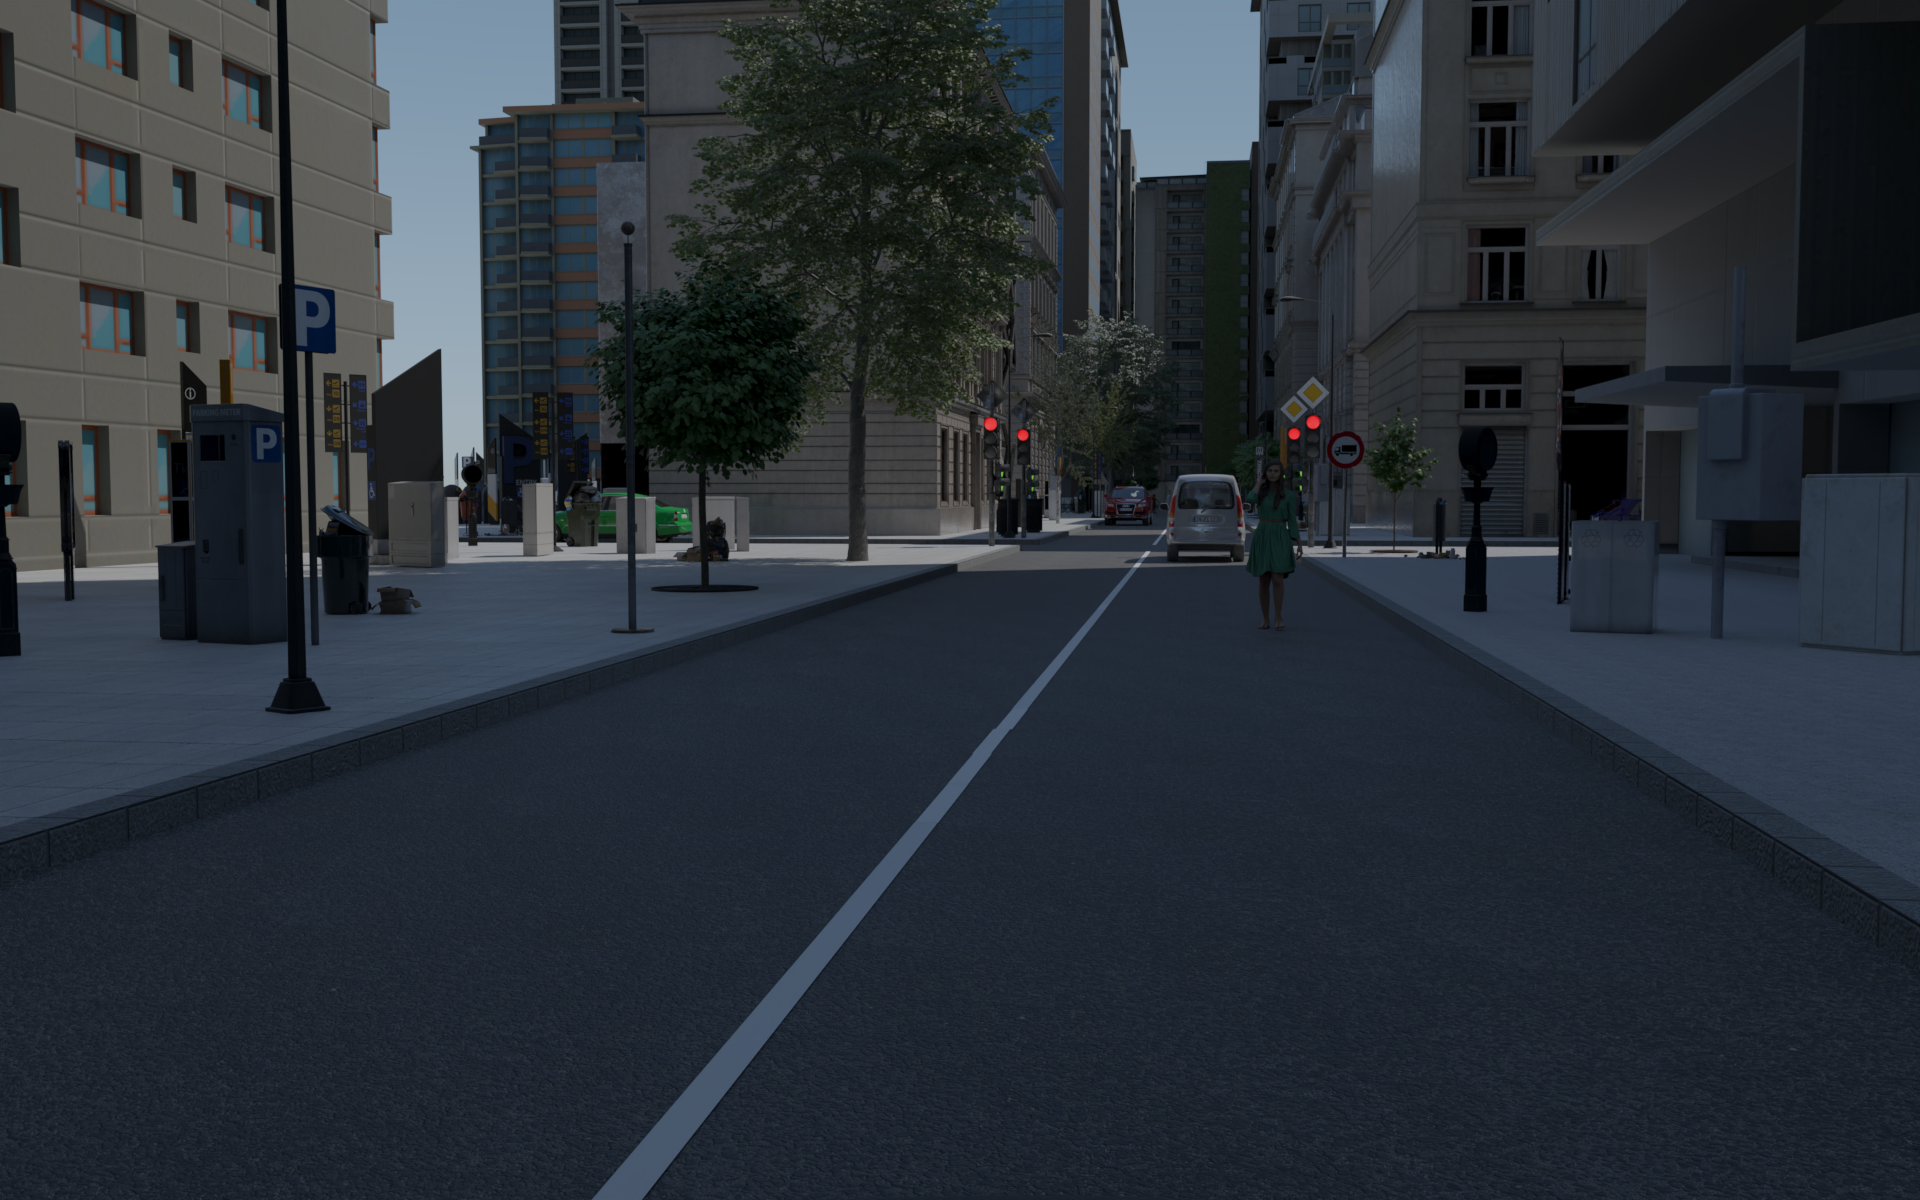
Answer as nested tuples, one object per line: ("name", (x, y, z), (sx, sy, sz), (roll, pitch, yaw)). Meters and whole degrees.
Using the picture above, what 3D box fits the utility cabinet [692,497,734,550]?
("utility cabinet", (-5.654, -1.746, 39.714), (0.306, 1.237, 1.020), (3, 5, 44))

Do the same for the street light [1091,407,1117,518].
("street light", (7.678, -7.332, 92.411), (1.470, 5.913, 1.316), (0, 4, 8))

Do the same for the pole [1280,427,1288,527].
("pole", (9.781, -3.579, 52.367), (0.158, 3.312, 0.155), (0, 3, 0))

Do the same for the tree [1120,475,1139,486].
("tree", (17.151, -10.842, 171.874), (1.663, 3.219, 1.824), (0, 3, 0))

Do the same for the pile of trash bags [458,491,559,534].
("pile of trash bags", (-14.421, -2.814, 55.758), (3.447, 1.369, 1.912), (0, 4, 0))

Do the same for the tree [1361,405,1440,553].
("tree", (9.638, -2.643, 37.821), (1.663, 3.219, 1.824), (0, 3, 0))

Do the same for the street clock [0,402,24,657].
("street clock", (-7.581, -0.558, 13.688), (0.358, 2.002, 0.471), (-3, 5, -43))

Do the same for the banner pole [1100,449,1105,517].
("banner pole", (7.916, -6.504, 96.353), (0.401, 3.779, 0.863), (1, 4, 21))

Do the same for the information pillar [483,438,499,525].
("information pillar", (-19.437, -4.934, 72.027), (0.504, 3.616, 0.183), (2, 4, 32))

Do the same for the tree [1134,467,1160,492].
("tree", (20.724, -12.748, 192.141), (4.285, 4.588, 4.351), (0, 3, 0))

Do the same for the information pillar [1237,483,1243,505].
("information pillar", (18.865, -6.862, 116.691), (0.304, 2.012, 0.304), (3, 5, 41))

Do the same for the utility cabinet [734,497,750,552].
("utility cabinet", (-4.888, -1.704, 39.029), (0.306, 1.237, 1.020), (0, 4, -7))

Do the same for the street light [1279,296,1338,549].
("street light", (8.206, -4.175, 40.806), (1.470, 5.913, 1.316), (0, 4, 8))

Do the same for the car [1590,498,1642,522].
("car", (18.117, -1.926, 44.070), (3.894, 1.354, 1.945), (1, 4, 9))

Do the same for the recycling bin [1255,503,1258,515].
("recycling bin", (18.411, -5.672, 105.298), (0.722, 1.027, 0.722), (3, 5, 43))

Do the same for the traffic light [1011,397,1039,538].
("traffic light", (1.874, -3.755, 50.315), (0.839, 4.253, 0.868), (0, 4, 8))

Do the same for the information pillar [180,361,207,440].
("information pillar", (-13.610, -2.413, 30.808), (0.183, 3.616, 0.504), (2, 4, 31))

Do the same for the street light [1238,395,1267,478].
("street light", (13.823, -6.662, 81.457), (1.470, 5.913, 1.316), (0, 4, 8))

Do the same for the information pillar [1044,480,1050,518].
("information pillar", (4.645, -5.319, 91.459), (0.304, 2.012, 0.304), (2, 4, 30))

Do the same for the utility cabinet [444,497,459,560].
("utility cabinet", (-10.118, -1.401, 34.064), (0.306, 1.237, 1.020), (0, 4, -4))

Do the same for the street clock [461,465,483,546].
("street clock", (-12.038, -2.335, 42.742), (0.471, 2.002, 0.358), (-2, 4, -32))

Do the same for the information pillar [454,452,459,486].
("information pillar", (-28.401, -6.507, 97.749), (0.183, 3.616, 0.504), (-2, 4, -33))

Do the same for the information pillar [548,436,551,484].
("information pillar", (-16.435, -4.768, 69.307), (0.183, 3.616, 0.504), (-1, 4, -14))

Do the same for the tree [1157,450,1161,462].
("tree", (19.117, -14.088, 180.707), (4.737, 8.622, 4.395), (0, 3, 0))

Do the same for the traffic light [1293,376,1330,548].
("traffic light", (8.392, -3.209, 41.389), (0.839, 4.253, 0.868), (0, 4, 8))

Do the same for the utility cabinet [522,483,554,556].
("utility cabinet", (-8.778, -1.671, 35.994), (0.318, 1.500, 1.173), (0, 4, 3))

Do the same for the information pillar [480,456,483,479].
("information pillar", (-26.727, -6.428, 96.458), (0.504, 3.616, 0.183), (1, 4, 18))

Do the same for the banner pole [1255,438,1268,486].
("banner pole", (13.389, -5.302, 76.711), (0.863, 3.779, 0.401), (-2, 4, -25))

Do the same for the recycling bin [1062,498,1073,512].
("recycling bin", (7.747, -6.874, 124.945), (0.722, 1.027, 0.722), (1, 4, 13))

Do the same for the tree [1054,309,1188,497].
("tree", (10.620, -13.034, 119.763), (9.857, 13.997, 8.962), (0, 3, 0))

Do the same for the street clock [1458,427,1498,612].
("street clock", (5.630, -0.874, 18.868), (0.358, 2.002, 0.471), (3, 5, 44))

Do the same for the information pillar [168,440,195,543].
("information pillar", (-10.529, -1.167, 23.576), (0.304, 2.012, 0.304), (0, 4, 4))

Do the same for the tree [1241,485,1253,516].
("tree", (17.181, -6.548, 101.666), (1.663, 3.219, 1.824), (0, 3, 0))

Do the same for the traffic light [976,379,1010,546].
("traffic light", (0.798, -3.271, 42.402), (0.839, 4.253, 0.868), (0, 4, 8))

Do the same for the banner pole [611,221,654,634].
("banner pole", (-3.087, -1.603, 16.227), (0.401, 3.779, 0.863), (-1, 4, -10))

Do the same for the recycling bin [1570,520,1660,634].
("recycling bin", (6.152, -0.227, 16.265), (0.722, 1.027, 0.722), (2, 4, 26))

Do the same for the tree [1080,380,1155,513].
("tree", (9.442, -9.839, 111.237), (4.737, 8.622, 4.395), (0, 3, 0))

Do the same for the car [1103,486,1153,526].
("car", (7.818, -4.363, 80.012), (2.281, 1.827, 5.304), (1, 4, 9))

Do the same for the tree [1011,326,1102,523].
("tree", (4.255, -7.631, 75.132), (4.360, 8.622, 3.978), (0, 3, 0))

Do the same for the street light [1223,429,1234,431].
("street light", (19.456, -9.250, 123.785), (1.470, 5.913, 1.316), (0, 4, 8))

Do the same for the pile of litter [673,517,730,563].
("pile of litter", (-4.940, -1.176, 33.194), (1.176, 0.858, 1.719), (1, 4, 10))

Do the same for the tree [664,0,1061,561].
("tree", (-1.570, -7.007, 32.694), (7.486, 12.596, 7.792), (0, 3, 0))

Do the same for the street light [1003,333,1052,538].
("street light", (1.969, -4.749, 50.192), (1.470, 5.913, 1.316), (0, 4, 8))

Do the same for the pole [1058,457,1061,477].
("pole", (5.496, -6.236, 95.795), (0.158, 3.312, 0.155), (0, 3, 0))

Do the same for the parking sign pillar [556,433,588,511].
("parking sign pillar", (-16.978, -5.341, 75.804), (1.447, 3.967, 1.447), (-1, 4, -22))

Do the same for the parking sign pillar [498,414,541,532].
("parking sign pillar", (-14.772, -4.261, 58.141), (1.447, 3.967, 1.447), (-2, 4, -27))

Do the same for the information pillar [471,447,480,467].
("information pillar", (-24.343, -5.826, 86.615), (0.183, 3.616, 0.504), (-2, 4, -30))

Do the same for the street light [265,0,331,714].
("street light", (-3.387, -2.291, 10.003), (1.470, 5.913, 1.316), (0, 4, 8))

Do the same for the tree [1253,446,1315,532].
("tree", (11.299, -3.967, 59.455), (1.663, 3.219, 1.824), (0, 3, 0))

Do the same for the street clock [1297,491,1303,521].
("street clock", (16.345, -4.798, 83.011), (0.358, 2.002, 0.471), (3, 4, 36))

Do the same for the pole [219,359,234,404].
("pole", (-11.128, -1.989, 26.356), (0.158, 3.312, 0.155), (0, 3, 0))

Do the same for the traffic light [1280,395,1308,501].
("traffic light", (9.468, -3.693, 49.302), (0.839, 4.253, 0.868), (0, 4, 8))

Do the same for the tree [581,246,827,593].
("tree", (-3.368, -2.414, 23.188), (4.285, 4.588, 4.351), (0, 3, 0))

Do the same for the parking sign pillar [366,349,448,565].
("parking sign pillar", (-10.209, -2.655, 31.875), (1.447, 3.967, 1.447), (-3, 5, -41))

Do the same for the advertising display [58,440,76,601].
("advertising display", (-10.880, -0.973, 21.120), (0.123, 1.923, 0.974), (-2, 4, -25))

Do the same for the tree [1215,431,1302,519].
("tree", (16.248, -6.742, 93.940), (4.285, 4.588, 4.351), (0, 3, 0))

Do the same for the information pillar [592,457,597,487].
("information pillar", (-23.304, -7.281, 110.406), (0.183, 3.616, 0.504), (-3, 5, -40))

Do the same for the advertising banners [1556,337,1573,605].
("advertising banners", (7.086, -1.477, 20.331), (0.090, 3.025, 2.074), (2, 4, 23))

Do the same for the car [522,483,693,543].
("car", (-9.886, -2.427, 48.480), (4.718, 1.807, 1.959), (0, 4, 7))

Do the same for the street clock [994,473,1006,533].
("street clock", (1.308, -3.257, 57.815), (0.471, 2.002, 0.358), (-1, 4, -8))
